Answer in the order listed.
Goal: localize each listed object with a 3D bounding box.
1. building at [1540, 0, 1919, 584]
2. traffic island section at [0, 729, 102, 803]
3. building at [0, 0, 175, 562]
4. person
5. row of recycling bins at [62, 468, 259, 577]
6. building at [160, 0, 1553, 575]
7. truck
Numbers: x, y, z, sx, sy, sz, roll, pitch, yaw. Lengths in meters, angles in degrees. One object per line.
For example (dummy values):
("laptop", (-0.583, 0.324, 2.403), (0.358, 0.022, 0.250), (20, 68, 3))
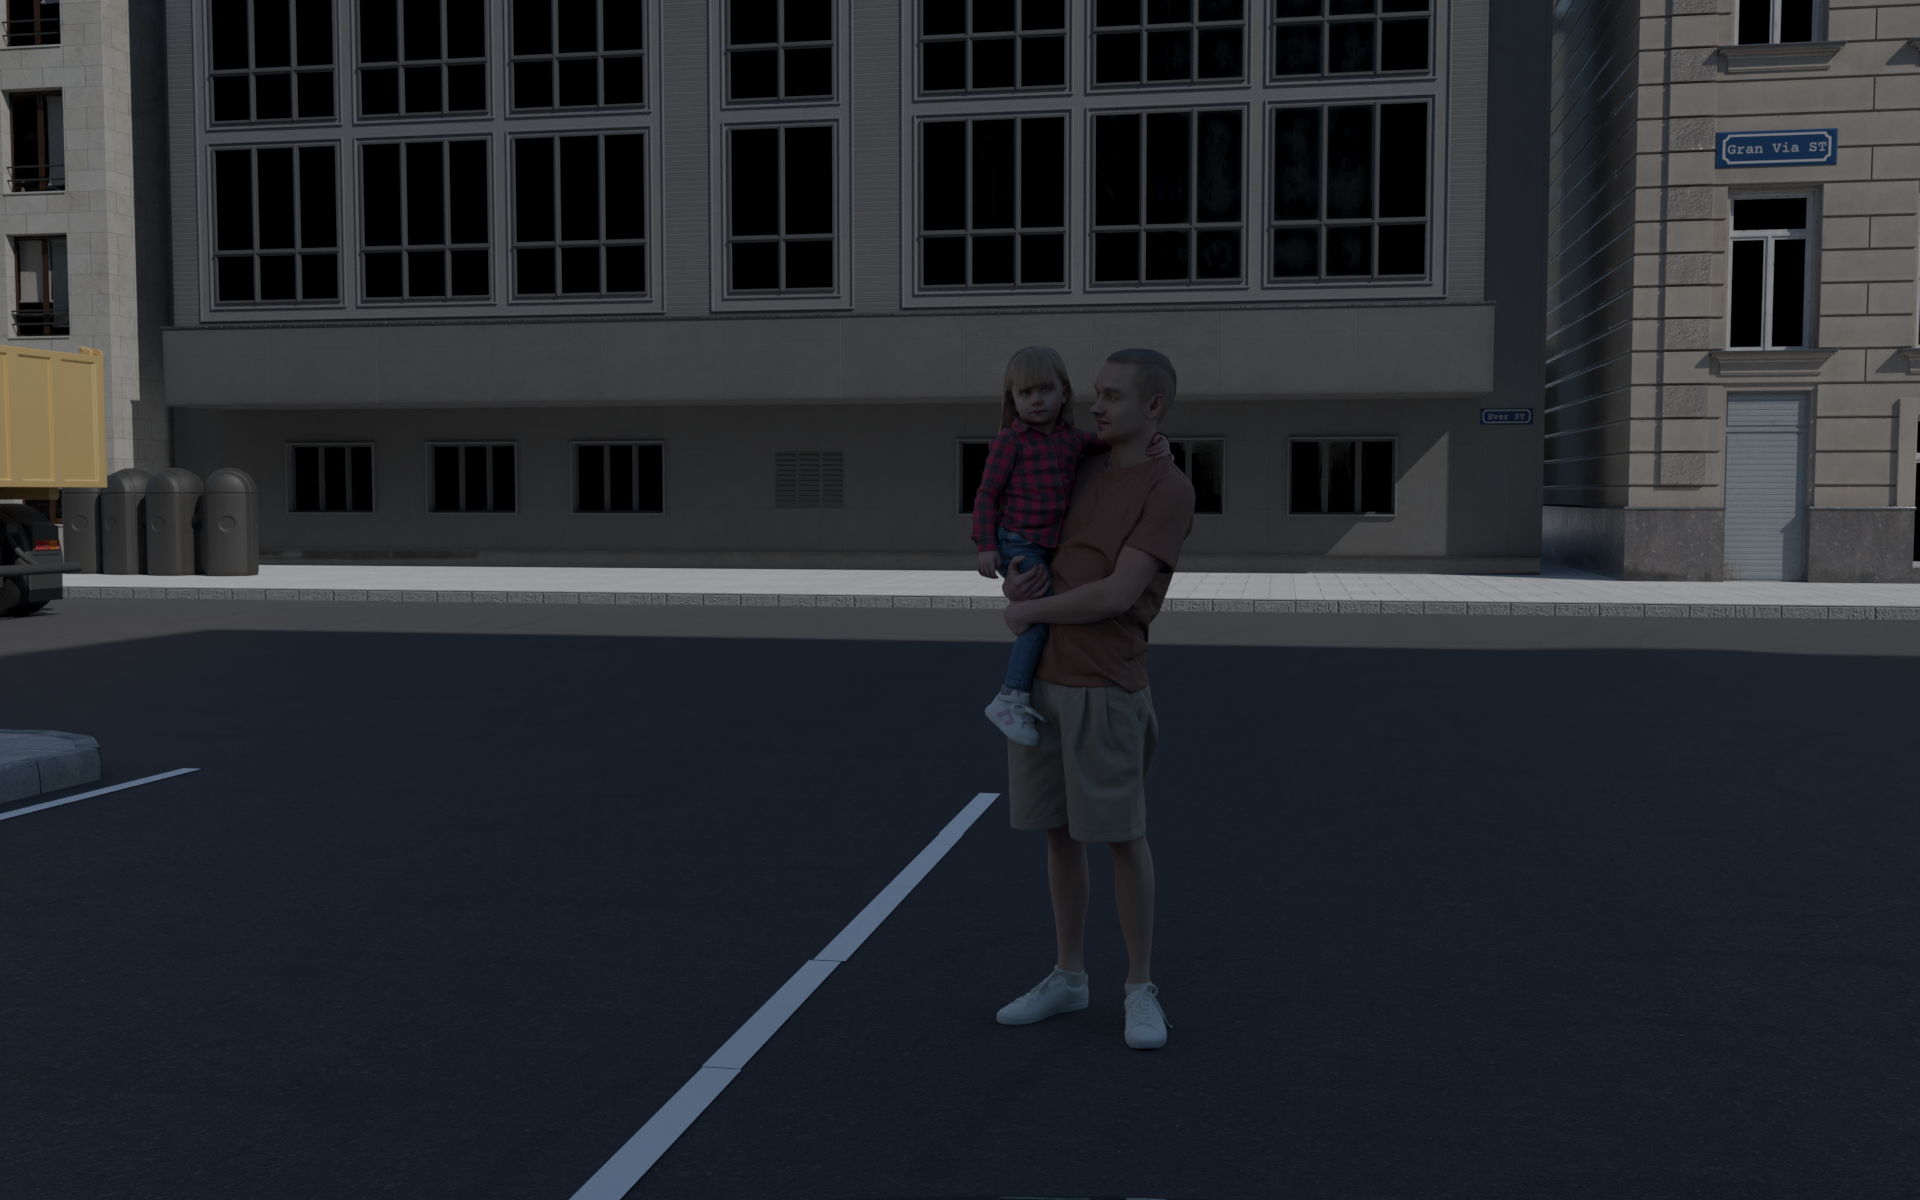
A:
("building", (22.696, -14.110, 27.969), (25.104, 27.353, 12.463), (1, 4, 10))
("traffic island section", (-5.466, 0.873, 8.011), (2.009, 0.180, 2.903), (1, 4, 10))
("building", (-21.965, -11.094, 36.147), (16.860, 20.320, 10.420), (1, 4, 10))
("person", (0.315, 0.234, 4.644), (0.580, 1.828, 0.573), (0, 4, -2))
("row of recycling bins", (-12.785, -1.254, 27.623), (3.534, 1.692, 1.069), (1, 4, 16))
("building", (-1.558, -14.702, 33.888), (24.014, 27.812, 14.314), (1, 4, 10))
("truck", (-14.968, -1.477, 20.067), (9.791, 3.379, 3.469), (1, 4, 11))
